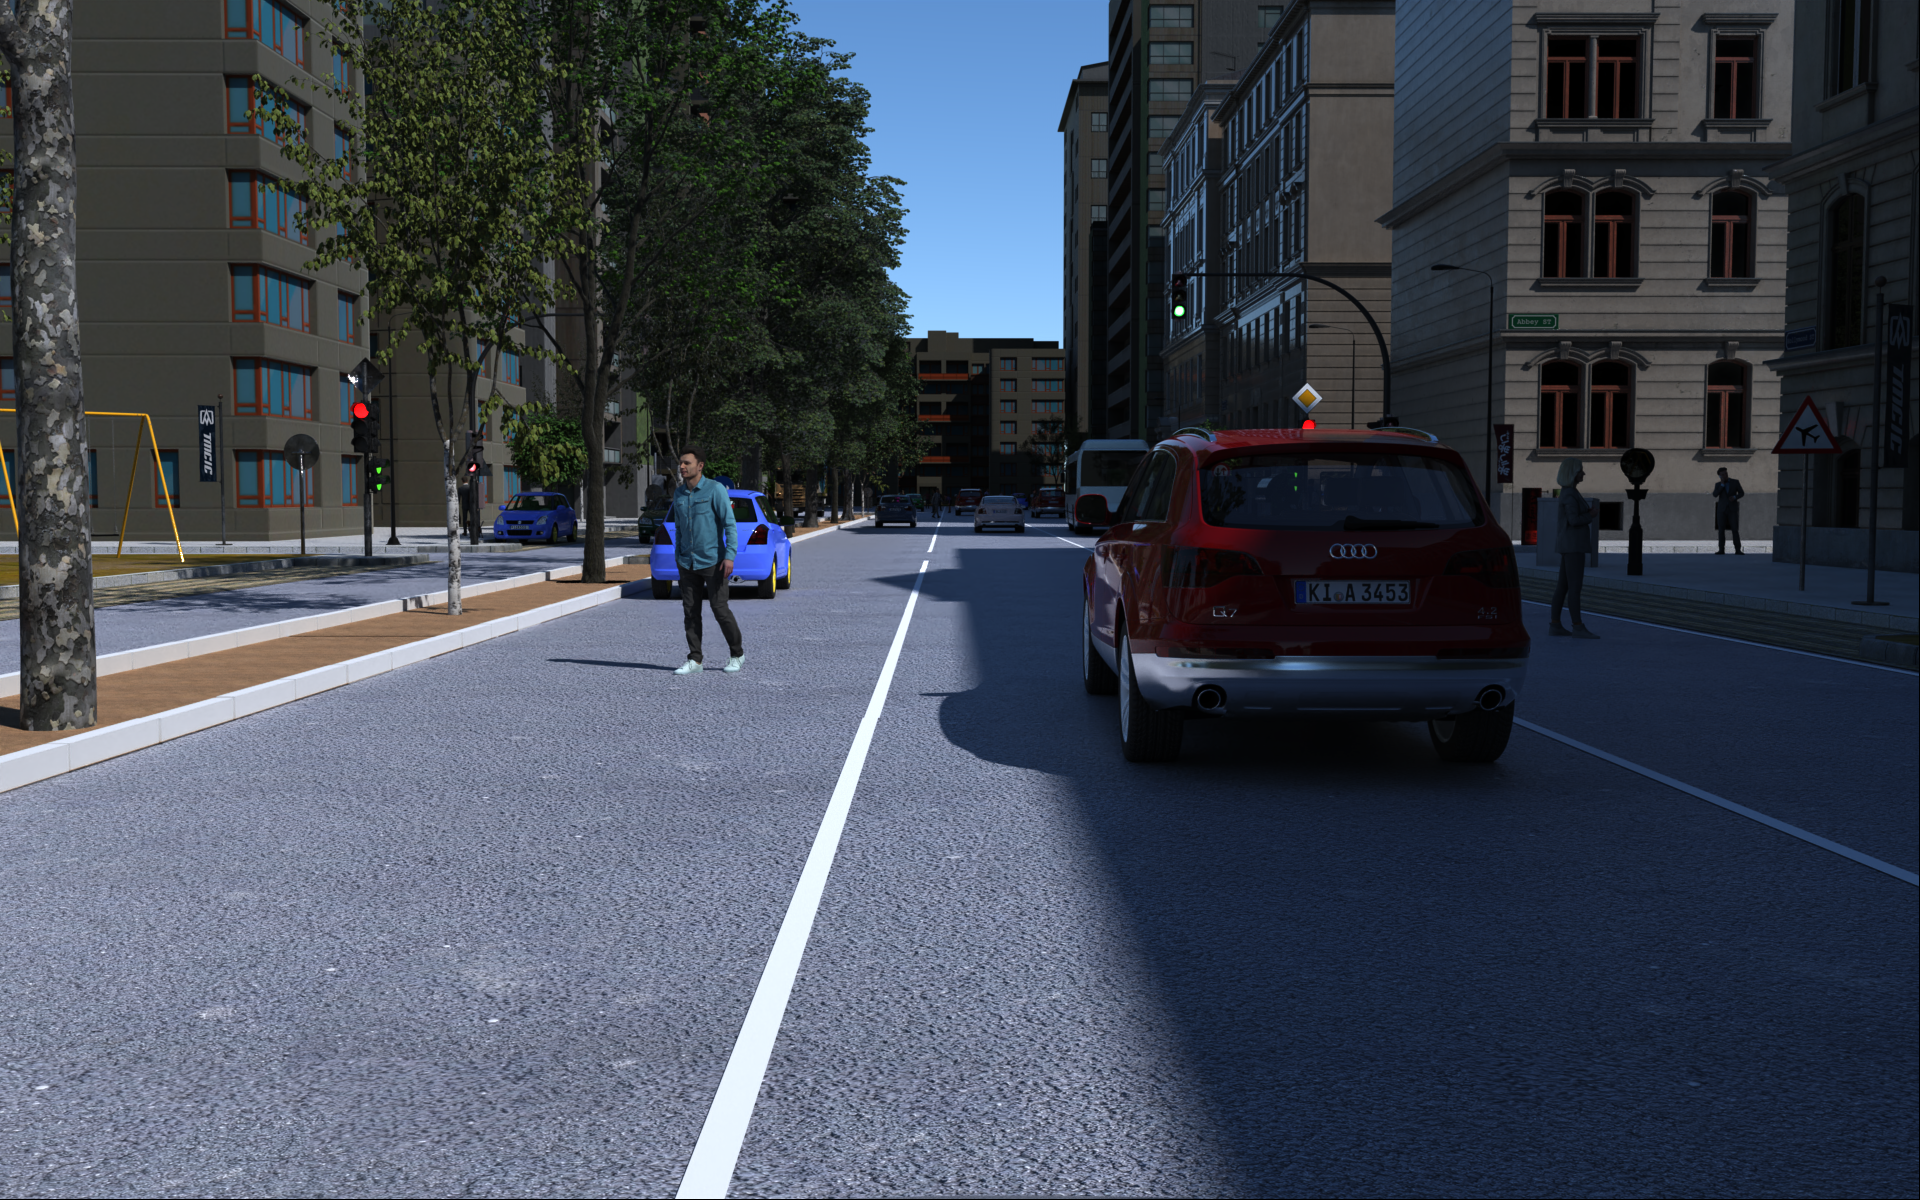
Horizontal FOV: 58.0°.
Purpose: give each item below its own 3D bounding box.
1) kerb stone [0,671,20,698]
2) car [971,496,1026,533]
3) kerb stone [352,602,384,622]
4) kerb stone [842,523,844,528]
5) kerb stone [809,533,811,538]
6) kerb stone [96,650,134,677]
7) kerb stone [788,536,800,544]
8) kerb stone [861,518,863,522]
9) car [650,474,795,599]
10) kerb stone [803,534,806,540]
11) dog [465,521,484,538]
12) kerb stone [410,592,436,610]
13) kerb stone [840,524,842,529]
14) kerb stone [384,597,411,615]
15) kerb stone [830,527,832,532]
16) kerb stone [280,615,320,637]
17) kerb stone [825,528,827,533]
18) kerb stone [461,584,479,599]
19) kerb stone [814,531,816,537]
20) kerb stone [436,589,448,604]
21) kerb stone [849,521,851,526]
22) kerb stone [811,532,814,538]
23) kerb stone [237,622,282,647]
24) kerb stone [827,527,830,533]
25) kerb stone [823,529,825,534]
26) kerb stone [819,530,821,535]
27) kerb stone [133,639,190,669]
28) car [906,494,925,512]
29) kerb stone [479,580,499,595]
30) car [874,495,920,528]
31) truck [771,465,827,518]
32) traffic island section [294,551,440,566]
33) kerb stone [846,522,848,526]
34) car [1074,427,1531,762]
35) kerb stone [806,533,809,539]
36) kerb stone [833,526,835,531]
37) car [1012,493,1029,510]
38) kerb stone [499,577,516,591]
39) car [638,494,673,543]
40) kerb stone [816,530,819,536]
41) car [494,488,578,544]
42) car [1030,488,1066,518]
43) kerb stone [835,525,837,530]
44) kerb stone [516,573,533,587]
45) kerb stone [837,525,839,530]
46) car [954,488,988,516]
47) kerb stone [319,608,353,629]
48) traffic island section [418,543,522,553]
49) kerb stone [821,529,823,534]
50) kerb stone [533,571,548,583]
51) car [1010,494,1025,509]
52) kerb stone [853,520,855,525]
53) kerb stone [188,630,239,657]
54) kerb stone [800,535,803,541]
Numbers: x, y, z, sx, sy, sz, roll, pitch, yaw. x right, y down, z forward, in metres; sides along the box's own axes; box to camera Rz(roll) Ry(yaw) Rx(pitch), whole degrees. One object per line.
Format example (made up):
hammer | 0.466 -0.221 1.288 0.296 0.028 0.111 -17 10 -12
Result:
kerb stone | -6.754 0.594 12.498 0.120 0.150 1.000 0 4 0
car | 1.473 -3.258 65.638 2.083 1.381 4.827 0 3 0
kerb stone | -6.800 0.153 19.686 0.120 0.150 1.000 0 4 0
kerb stone | -5.005 -3.015 71.516 0.120 0.150 1.000 0 4 0
kerb stone | -4.917 -2.008 55.102 0.120 0.150 1.000 0 4 0
kerb stone | -6.765 0.530 13.526 0.120 0.150 1.000 0 4 0
kerb stone | -4.892 -1.762 50.998 0.120 0.150 1.000 0 4 0
kerb stone | -5.099 -3.957 86.897 0.120 0.150 1.000 0 4 0
car | -3.382 -0.941 24.977 1.945 1.707 3.694 0 4 -1
kerb stone | -4.899 -1.887 53.048 0.120 0.150 1.000 0 4 0
dog | -14.207 -2.072 50.707 0.540 0.507 0.406 -1 4 -13
kerb stone | -6.821 0.028 21.734 0.120 0.150 1.000 0 4 0
kerb stone | -5.008 -2.952 70.490 0.120 0.150 1.000 0 4 0
kerb stone | -6.811 0.091 20.708 0.120 0.150 1.000 0 4 0
kerb stone | -4.961 -2.578 64.339 0.120 0.150 1.000 0 4 0
kerb stone | -6.789 0.279 17.633 0.120 0.150 1.000 0 4 0
kerb stone | -4.957 -2.445 62.279 0.120 0.150 1.000 0 4 0
kerb stone | -6.832 -0.097 23.783 0.120 0.150 1.000 0 4 0
kerb stone | -4.922 -2.138 57.151 0.120 0.150 1.000 0 4 0
kerb stone | -6.814 -0.028 22.758 0.120 0.150 1.000 0 4 0
kerb stone | -5.042 -3.329 76.632 0.120 0.150 1.000 0 4 0
kerb stone | -4.921 -2.073 56.125 0.120 0.150 1.000 0 4 0
kerb stone | -6.783 0.342 16.612 0.120 0.150 1.000 0 4 0
kerb stone | -4.954 -2.514 63.307 0.120 0.150 1.000 0 4 0
kerb stone | -4.949 -2.389 61.257 0.120 0.150 1.000 0 4 0
kerb stone | -4.945 -2.263 59.212 0.120 0.150 1.000 0 4 0
kerb stone | -6.768 0.468 14.548 0.120 0.150 1.000 0 4 0
car | -3.841 -8.154 142.115 1.959 1.807 4.718 0 4 -1
kerb stone | -6.836 -0.160 24.808 0.120 0.150 1.000 0 4 0
car | -2.777 -3.877 75.388 2.014 1.417 4.499 0 4 0
truck | -9.826 -7.234 107.188 2.839 4.237 11.283 0 4 0
traffic island section | -12.234 -0.825 35.768 2.009 0.180 2.903 0 4 0
kerb stone | -5.029 -3.204 74.582 0.120 0.150 1.000 0 4 0
car | 1.891 -0.130 10.791 2.281 1.827 5.304 0 4 0
kerb stone | -4.904 -1.948 54.079 0.120 0.150 1.000 0 4 0
kerb stone | -4.979 -2.703 66.391 0.120 0.150 1.000 0 4 0
car | 5.267 -8.947 155.875 1.945 1.707 3.694 0 4 0
kerb stone | -6.843 -0.214 25.837 0.120 0.150 1.000 0 4 0
car | -8.381 -2.451 51.865 2.131 1.459 4.920 0 4 1
kerb stone | -4.926 -2.201 58.177 0.120 0.150 1.000 0 4 0
car | -12.262 -2.477 50.088 1.945 1.707 3.694 0 4 1
car | 5.411 -5.855 104.401 2.281 1.827 5.304 0 4 -2
kerb stone | -4.987 -2.766 67.417 0.120 0.150 1.000 0 4 0
kerb stone | -6.840 -0.284 26.864 0.120 0.150 1.000 0 4 0
kerb stone | -4.987 -2.828 68.439 0.120 0.150 1.000 0 4 0
car | 0.733 -6.613 116.788 2.281 1.827 5.304 0 4 1
kerb stone | -6.797 0.222 18.662 0.120 0.150 1.000 0 4 0
traffic island section | -12.281 -1.313 43.753 2.009 0.180 2.903 0 4 0
kerb stone | -4.941 -2.324 60.235 0.120 0.150 1.000 0 4 0
kerb stone | -6.848 -0.348 27.892 0.120 0.150 1.000 0 4 0
car | 5.302 -9.183 161.943 2.131 1.459 4.920 0 4 -1
kerb stone | -5.055 -3.518 79.711 0.120 0.150 1.000 0 4 0
kerb stone | -6.772 0.405 15.574 0.120 0.150 1.000 0 4 0
kerb stone | -4.896 -1.821 52.020 0.120 0.150 1.000 0 4 0
